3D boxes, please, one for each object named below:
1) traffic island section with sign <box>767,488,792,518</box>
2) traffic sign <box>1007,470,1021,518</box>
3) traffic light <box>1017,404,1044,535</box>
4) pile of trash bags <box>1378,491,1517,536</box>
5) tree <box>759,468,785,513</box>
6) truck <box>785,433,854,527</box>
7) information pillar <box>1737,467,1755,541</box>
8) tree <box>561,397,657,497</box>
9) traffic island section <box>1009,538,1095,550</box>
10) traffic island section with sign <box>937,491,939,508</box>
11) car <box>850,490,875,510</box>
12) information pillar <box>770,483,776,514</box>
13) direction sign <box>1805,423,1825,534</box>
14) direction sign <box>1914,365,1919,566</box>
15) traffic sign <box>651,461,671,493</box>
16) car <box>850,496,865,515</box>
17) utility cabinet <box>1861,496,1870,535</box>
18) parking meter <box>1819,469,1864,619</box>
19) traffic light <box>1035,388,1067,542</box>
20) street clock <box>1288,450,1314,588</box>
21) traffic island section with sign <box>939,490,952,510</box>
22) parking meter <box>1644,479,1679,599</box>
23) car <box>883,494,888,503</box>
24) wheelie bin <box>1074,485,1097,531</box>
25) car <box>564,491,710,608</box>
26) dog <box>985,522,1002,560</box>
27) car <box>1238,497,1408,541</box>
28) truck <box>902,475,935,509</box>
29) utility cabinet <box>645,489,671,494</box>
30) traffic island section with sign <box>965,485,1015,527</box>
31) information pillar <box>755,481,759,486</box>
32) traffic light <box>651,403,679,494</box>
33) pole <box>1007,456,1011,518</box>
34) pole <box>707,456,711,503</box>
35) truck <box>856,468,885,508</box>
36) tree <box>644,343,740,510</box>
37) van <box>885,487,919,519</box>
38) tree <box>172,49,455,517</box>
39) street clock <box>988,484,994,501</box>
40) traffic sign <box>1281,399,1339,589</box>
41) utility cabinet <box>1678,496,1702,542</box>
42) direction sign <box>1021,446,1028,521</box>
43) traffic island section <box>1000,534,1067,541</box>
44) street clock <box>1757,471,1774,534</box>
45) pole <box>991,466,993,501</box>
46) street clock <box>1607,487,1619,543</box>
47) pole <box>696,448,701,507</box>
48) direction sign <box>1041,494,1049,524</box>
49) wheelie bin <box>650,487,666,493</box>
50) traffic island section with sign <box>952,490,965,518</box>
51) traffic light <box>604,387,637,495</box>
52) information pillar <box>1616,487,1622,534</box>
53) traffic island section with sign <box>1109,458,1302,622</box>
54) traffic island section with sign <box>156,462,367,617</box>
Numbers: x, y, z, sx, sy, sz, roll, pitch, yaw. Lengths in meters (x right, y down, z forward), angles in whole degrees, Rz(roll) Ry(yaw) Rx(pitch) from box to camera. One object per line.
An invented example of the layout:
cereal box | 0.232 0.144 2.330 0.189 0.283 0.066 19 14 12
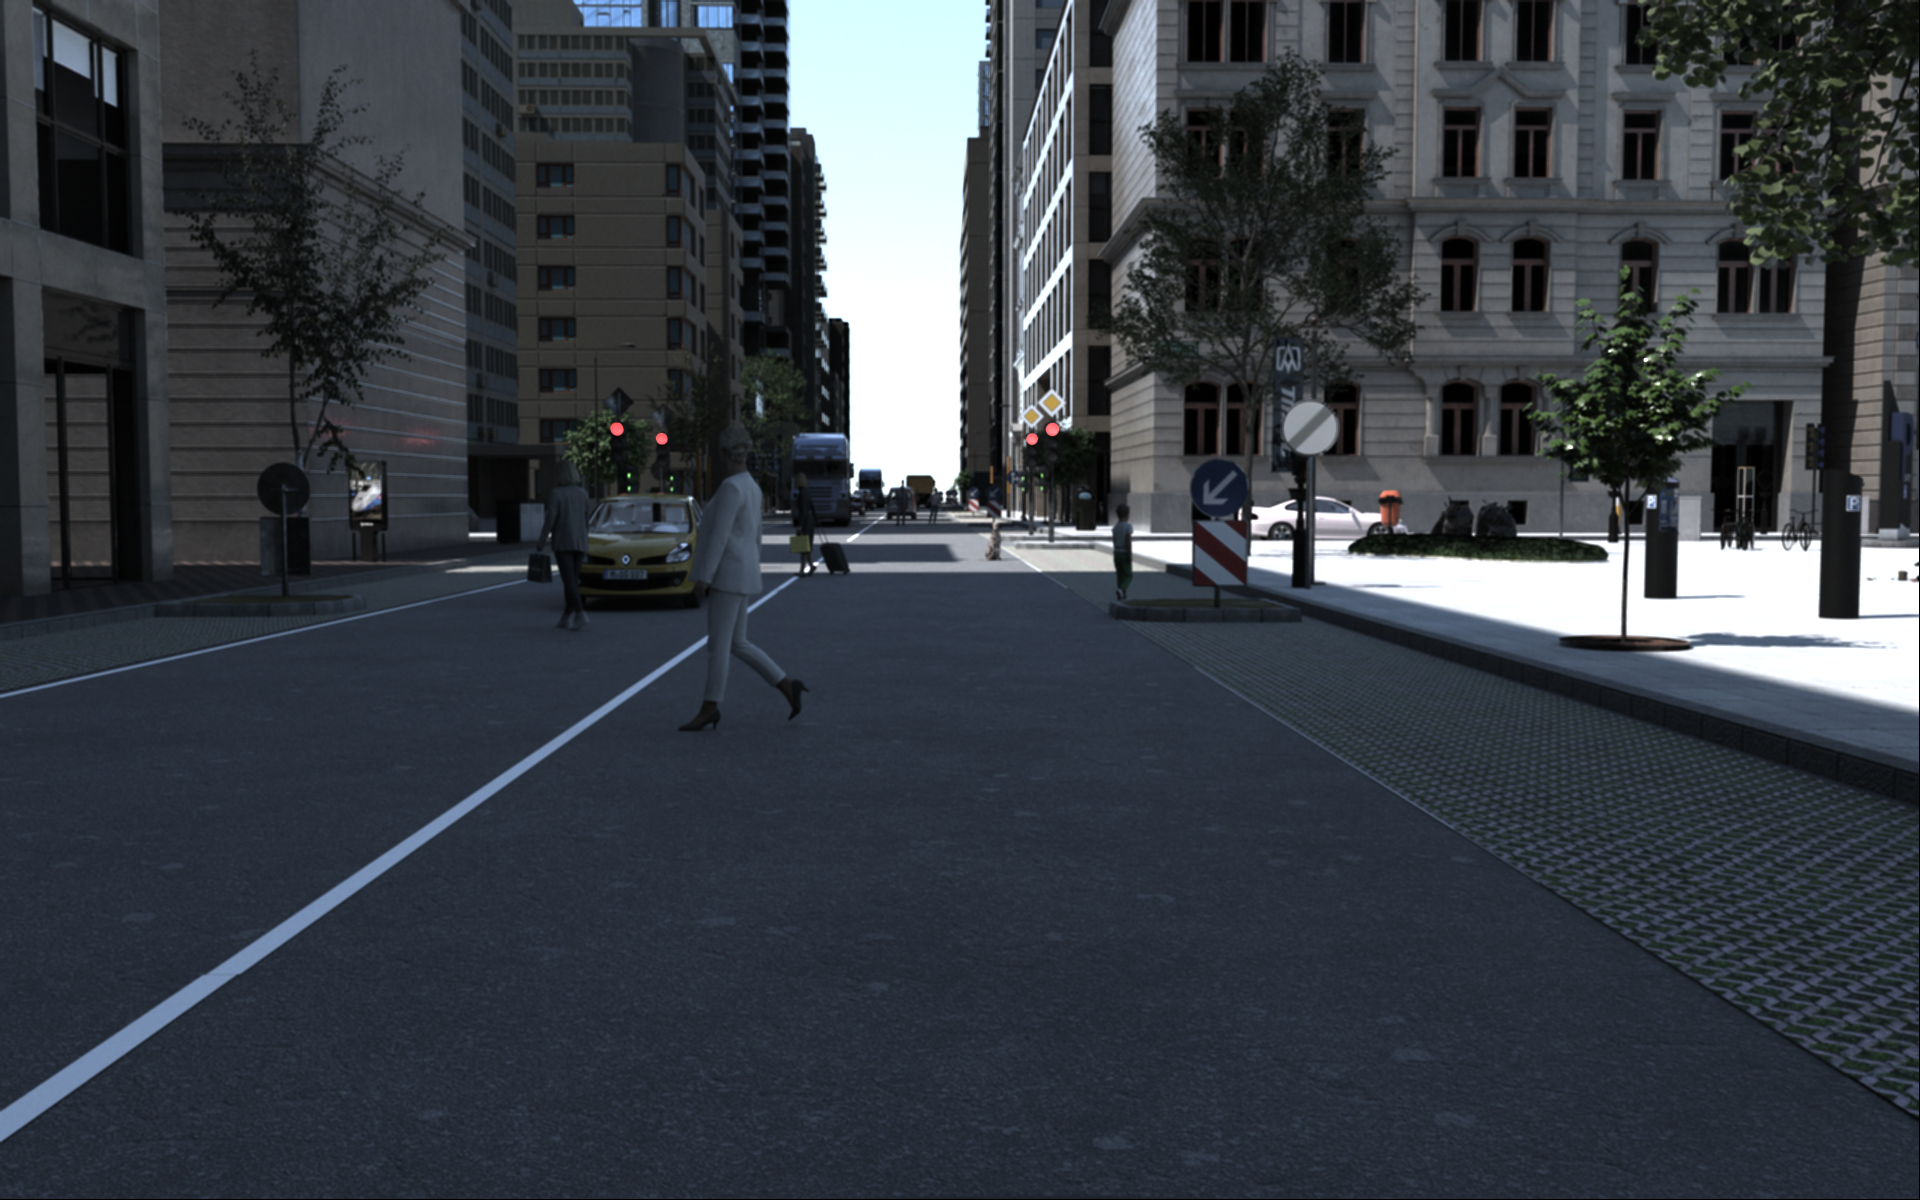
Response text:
traffic island section with sign | -10.468 -5.806 103.552 1.989 1.847 2.006 0 4 -1
traffic sign | 2.910 -5.709 93.453 0.768 2.556 0.104 0 4 -1
traffic light | 2.204 -3.973 53.878 0.839 4.253 0.868 0 4 -1
pile of trash bags | 12.408 -2.103 44.129 3.447 1.369 1.912 1 4 15
tree | -13.408 -7.575 118.450 1.663 3.219 1.824 0 3 0
truck | -6.475 -5.684 82.692 2.967 4.110 18.799 0 4 -3
information pillar | 21.360 -2.606 47.099 0.304 2.012 0.304 -1 4 -10
tree | -11.777 -4.576 58.527 4.285 4.588 4.351 0 3 0
traffic island section | 2.447 -1.451 46.010 2.009 0.180 2.903 0 4 -1
traffic island section with sign | -1.309 -10.540 180.955 1.989 1.847 2.006 0 4 -1
car | -8.712 -8.918 154.484 2.281 1.827 5.304 0 4 -3
information pillar | -12.299 -6.691 113.894 0.304 2.012 0.304 -2 4 -31
direction sign | 27.464 -3.895 55.673 0.876 3.537 0.379 -2 4 -27
direction sign | 17.209 -2.370 30.741 0.876 3.537 0.379 -2 4 -33
traffic sign | -11.139 -3.937 64.480 0.768 2.556 0.104 0 4 3
car | -7.402 -6.445 117.954 1.945 1.354 3.894 0 4 0
utility cabinet | 28.706 -2.681 55.002 0.306 1.237 1.020 2 4 27
parking meter | 9.105 -0.580 17.901 0.372 1.533 0.369 0 3 0
traffic light | 2.407 -3.485 45.895 0.839 4.253 0.868 0 4 -1
street clock | 4.671 -1.174 23.763 0.358 2.002 0.471 0 4 2
traffic island section with sign | -0.626 -8.892 154.008 1.989 1.847 2.006 0 4 -1
parking meter | 8.629 -0.788 21.295 0.372 1.533 0.369 0 3 0
car | -10.112 -13.453 228.759 1.959 1.807 4.718 0 4 -3
wheelie bin | 4.400 -3.239 60.870 0.693 1.594 0.980 -1 4 -20
car | -4.160 -0.778 22.949 2.015 1.641 3.980 0 4 -3
dog | 0.630 -1.269 37.578 0.800 0.831 0.513 -2 4 -34
car | 10.365 -2.277 49.593 4.827 1.381 2.083 0 4 -1
truck | -4.073 -10.852 173.349 3.469 3.379 9.791 0 4 -3
utility cabinet | -14.126 -4.424 81.019 1.173 1.500 0.318 1 4 17
traffic island section with sign | 1.356 -4.129 76.131 1.989 1.847 2.006 0 4 -1
information pillar | -11.885 -5.879 100.617 0.304 2.012 0.304 1 4 11
traffic light | -9.153 -3.954 53.574 0.839 4.253 0.868 0 4 -1
pole | 2.648 -6.123 93.948 0.158 3.312 0.155 0 3 0
pole | -13.431 -6.050 92.762 0.158 3.312 0.155 0 3 0
truck | -9.442 -12.020 186.290 2.967 4.110 18.799 0 4 -1
tree | -12.715 -8.136 83.390 4.737 8.622 4.395 0 3 0
van | -3.355 -5.670 99.715 2.013 2.044 4.112 0 4 0
tree | -11.118 -4.851 29.671 4.360 8.622 3.978 0 3 0
street clock | 2.190 -7.103 120.696 0.471 2.002 0.358 0 4 1
traffic sign | 4.709 -1.423 23.375 0.768 2.556 0.104 0 4 7
utility cabinet | 19.571 -2.195 47.053 1.020 1.237 0.306 1 4 15
direction sign | 3.071 -5.522 82.277 0.379 3.537 0.876 -1 4 -11
traffic island section | 2.245 -1.940 53.992 2.009 0.180 2.903 0 4 -1
street clock | 25.558 -3.085 55.010 0.471 2.002 0.358 1 4 19
pole | 2.326 -8.075 125.871 0.158 3.312 0.155 0 3 0
street clock | 17.271 -2.518 45.735 0.471 2.002 0.358 -2 4 -34
pole | -11.519 -5.044 76.319 0.158 3.312 0.155 0 3 0
direction sign | 3.670 -5.050 74.560 0.876 3.537 0.379 0 4 5
wheelie bin | -13.888 -4.374 79.426 0.980 1.594 0.693 1 4 19
traffic island section with sign | 0.675 -5.786 103.230 1.989 1.847 2.006 0 4 -1
traffic light | -8.950 -3.466 45.592 0.839 4.253 0.868 0 4 -1
information pillar | 20.992 -3.901 55.136 0.183 3.616 0.504 2 4 32
traffic island section with sign | 2.776 -0.704 20.143 1.989 1.847 2.006 0 4 -1
traffic island section with sign | -8.367 -0.759 21.033 1.989 1.847 2.006 0 4 -1
